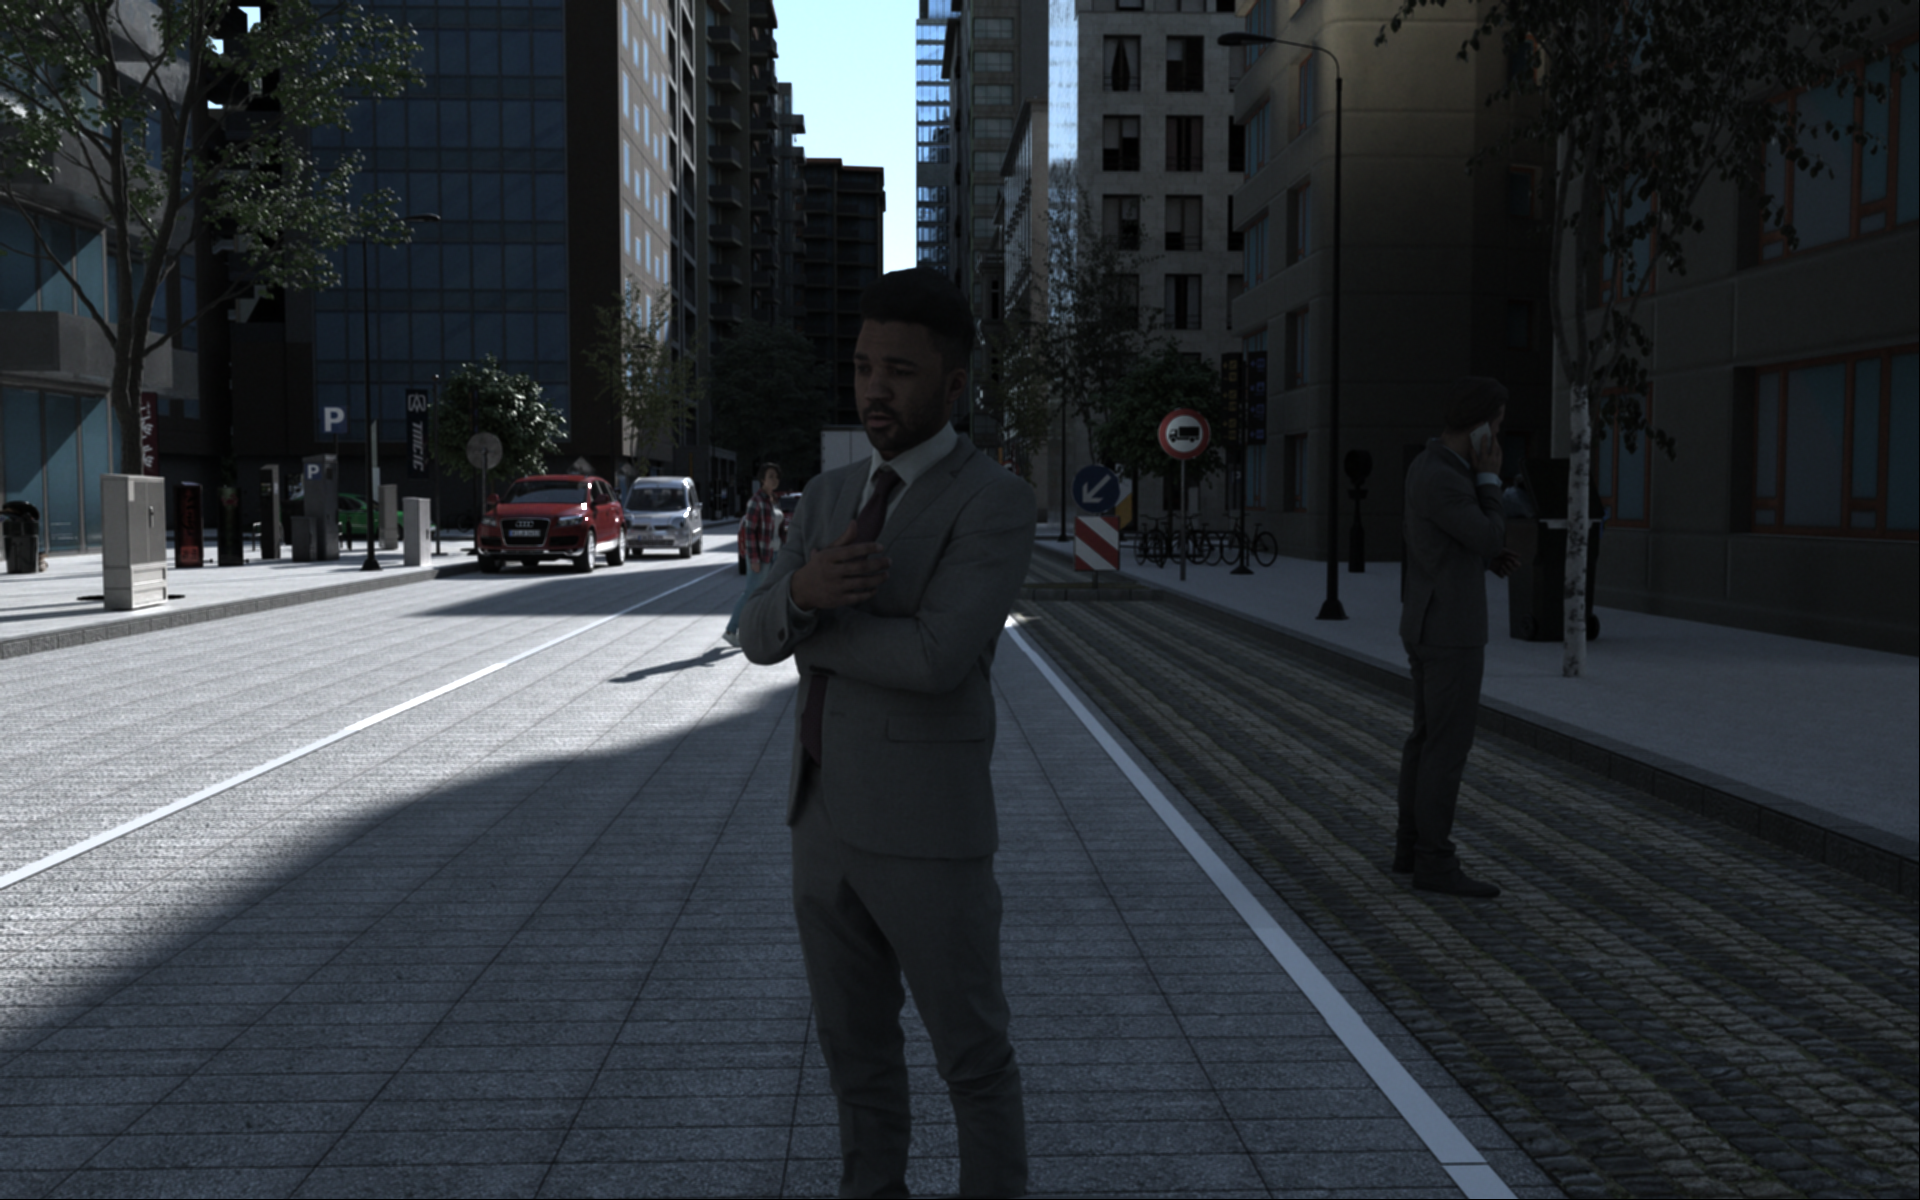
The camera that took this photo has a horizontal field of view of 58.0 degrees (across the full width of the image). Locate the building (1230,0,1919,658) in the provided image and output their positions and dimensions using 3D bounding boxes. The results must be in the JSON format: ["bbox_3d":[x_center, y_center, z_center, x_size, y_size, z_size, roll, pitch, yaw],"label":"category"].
[{"bbox_3d":[20.834,-11.132,27.045,27.650,21.520,28.899,0,4,-2],"label":"building"}]

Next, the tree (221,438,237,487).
[{"bbox_3d":[-36.563,-6.223,85.454,4.285,4.588,4.351,0,3,0],"label":"tree"}]

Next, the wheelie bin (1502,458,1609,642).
[{"bbox_3d":[5.183,-0.450,15.273,0.980,1.594,0.693,-1,4,-9],"label":"wheelie bin"}]

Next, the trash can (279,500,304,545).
[{"bbox_3d":[-16.813,-1.962,43.735,0.748,1.137,0.748,0,3,0],"label":"trash can"}]

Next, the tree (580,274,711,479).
[{"bbox_3d":[-10.771,-6.647,59.034,4.737,8.622,4.395,0,3,0],"label":"tree"}]

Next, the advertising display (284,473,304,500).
[{"bbox_3d":[-20.266,-2.922,52.985,0.123,1.923,0.974,1,4,19],"label":"advertising display"}]

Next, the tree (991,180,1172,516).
[{"bbox_3d":[3.063,-5.500,40.284,4.360,8.622,3.978,0,3,0],"label":"tree"}]

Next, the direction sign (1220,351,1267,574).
[{"bbox_3d":[4.529,-2.185,27.723,0.379,3.537,0.876,-3,5,-44],"label":"direction sign"}]

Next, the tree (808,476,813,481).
[{"bbox_3d":[-15.879,-11.707,186.015,1.663,3.219,1.824,0,3,0],"label":"tree"}]

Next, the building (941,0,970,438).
[{"bbox_3d":[12.642,-36.774,190.491,28.713,52.752,27.495,0,4,-2],"label":"building"}]

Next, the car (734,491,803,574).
[{"bbox_3d":[-3.175,-1.434,32.484,2.155,1.783,4.494,0,4,-4],"label":"car"}]

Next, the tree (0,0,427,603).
[{"bbox_3d":[-9.943,-5.805,20.661,9.928,11.665,9.643,0,3,0],"label":"tree"}]

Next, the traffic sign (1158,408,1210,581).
[{"bbox_3d":[3.310,-1.562,25.642,0.768,2.556,0.104,0,4,2],"label":"traffic sign"}]

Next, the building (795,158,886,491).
[{"bbox_3d":[-23.964,-34.793,223.487,28.867,44.769,22.147,0,4,-2],"label":"building"}]

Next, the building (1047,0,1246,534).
[{"bbox_3d":[11.921,-12.573,60.314,16.860,20.320,10.420,0,4,-2],"label":"building"}]

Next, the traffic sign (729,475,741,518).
[{"bbox_3d":[-11.892,-5.466,91.501,0.606,2.300,0.079,0,4,6],"label":"traffic sign"}]

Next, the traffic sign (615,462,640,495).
[{"bbox_3d":[-10.366,-3.082,54.030,0.795,2.450,0.064,0,4,-2],"label":"traffic sign"}]

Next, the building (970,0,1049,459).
[{"bbox_3d":[7.764,-27.971,140.914,14.154,41.232,14.086,0,4,-2],"label":"building"}]

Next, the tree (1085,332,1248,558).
[{"bbox_3d":[4.356,-3.154,35.288,4.285,4.588,4.351,0,3,0],"label":"tree"}]

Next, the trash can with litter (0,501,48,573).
[{"bbox_3d":[-15.266,-1.028,28.195,0.624,1.170,1.055,-1,4,-14],"label":"trash can with litter"}]

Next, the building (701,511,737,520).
[{"bbox_3d":[-23.184,-40.164,94.936,20.563,71.187,20.611,0,4,-2],"label":"building"}]

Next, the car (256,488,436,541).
[{"bbox_3d":[-17.057,-2.415,48.285,4.718,1.807,1.959,0,4,-2],"label":"car"}]

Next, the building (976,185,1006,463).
[{"bbox_3d":[8.347,-17.942,112.438,14.460,24.649,34.723,0,4,-2],"label":"building"}]

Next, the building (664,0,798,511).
[{"bbox_3d":[-26.263,-44.556,166.745,20.563,71.187,20.611,0,4,-2],"label":"building"}]

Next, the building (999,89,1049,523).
[{"bbox_3d":[7.358,-14.436,85.175,9.793,20.994,18.267,0,4,-2],"label":"building"}]

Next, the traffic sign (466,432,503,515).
[{"bbox_3d":[-9.791,-2.174,35.648,0.768,2.556,0.104,0,4,2],"label":"traffic sign"}]

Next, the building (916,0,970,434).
[{"bbox_3d":[5.928,-55.731,223.871,31.000,86.520,22.319,0,4,-2],"label":"building"}]

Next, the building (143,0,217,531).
[{"bbox_3d":[-34.487,-25.065,59.929,14.200,45.320,14.600,0,4,-2],"label":"building"}]

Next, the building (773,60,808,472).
[{"bbox_3d":[-32.407,-34.958,191.176,30.456,49.044,23.786,0,4,-2],"label":"building"}]

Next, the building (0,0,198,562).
[{"bbox_3d":[-32.135,-25.162,31.012,30.456,49.044,23.786,0,4,-2],"label":"building"}]

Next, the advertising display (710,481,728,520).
[{"bbox_3d":[-12.071,-4.988,86.760,0.974,1.923,0.123,1,4,16],"label":"advertising display"}]

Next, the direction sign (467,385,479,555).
[{"bbox_3d":[-10.182,-2.712,36.334,0.379,3.537,0.876,-2,4,-27],"label":"direction sign"}]

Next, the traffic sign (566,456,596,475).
[{"bbox_3d":[-10.066,-2.594,46.051,0.795,2.450,0.064,0,4,-2],"label":"traffic sign"}]

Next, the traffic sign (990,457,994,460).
[{"bbox_3d":[0.821,-2.617,46.437,0.795,2.450,0.064,0,4,-2],"label":"traffic sign"}]

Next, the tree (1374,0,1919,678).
[{"bbox_3d":[4.546,-3.760,11.845,4.360,8.622,3.978,0,3,0],"label":"tree"}]

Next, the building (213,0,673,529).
[{"bbox_3d":[-19.433,-25.598,68.640,14.600,45.320,14.200,0,4,-2],"label":"building"}]

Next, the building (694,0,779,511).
[{"bbox_3d":[-26.392,-29.836,142.448,22.147,44.769,28.867,0,4,-2],"label":"building"}]

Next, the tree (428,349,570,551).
[{"bbox_3d":[-10.618,-3.406,39.405,4.285,4.588,4.351,0,3,0],"label":"tree"}]

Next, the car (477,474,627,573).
[{"bbox_3d":[-7.749,-1.503,33.240,2.281,1.827,5.304,0,4,-1],"label":"car"}]

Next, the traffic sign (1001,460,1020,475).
[{"bbox_3d":[1.843,-3.953,64.745,0.768,2.556,0.104,0,4,-1],"label":"traffic sign"}]

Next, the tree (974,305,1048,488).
[{"bbox_3d":[2.685,-7.205,68.162,4.737,8.622,4.395,0,3,0],"label":"tree"}]

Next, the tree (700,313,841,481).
[{"bbox_3d":[-13.592,-13.216,122.738,9.857,13.997,8.962,0,3,0],"label":"tree"}]

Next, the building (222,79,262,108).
[{"bbox_3d":[-76.848,-38.869,224.744,27.495,52.752,28.713,0,4,-2],"label":"building"}]
